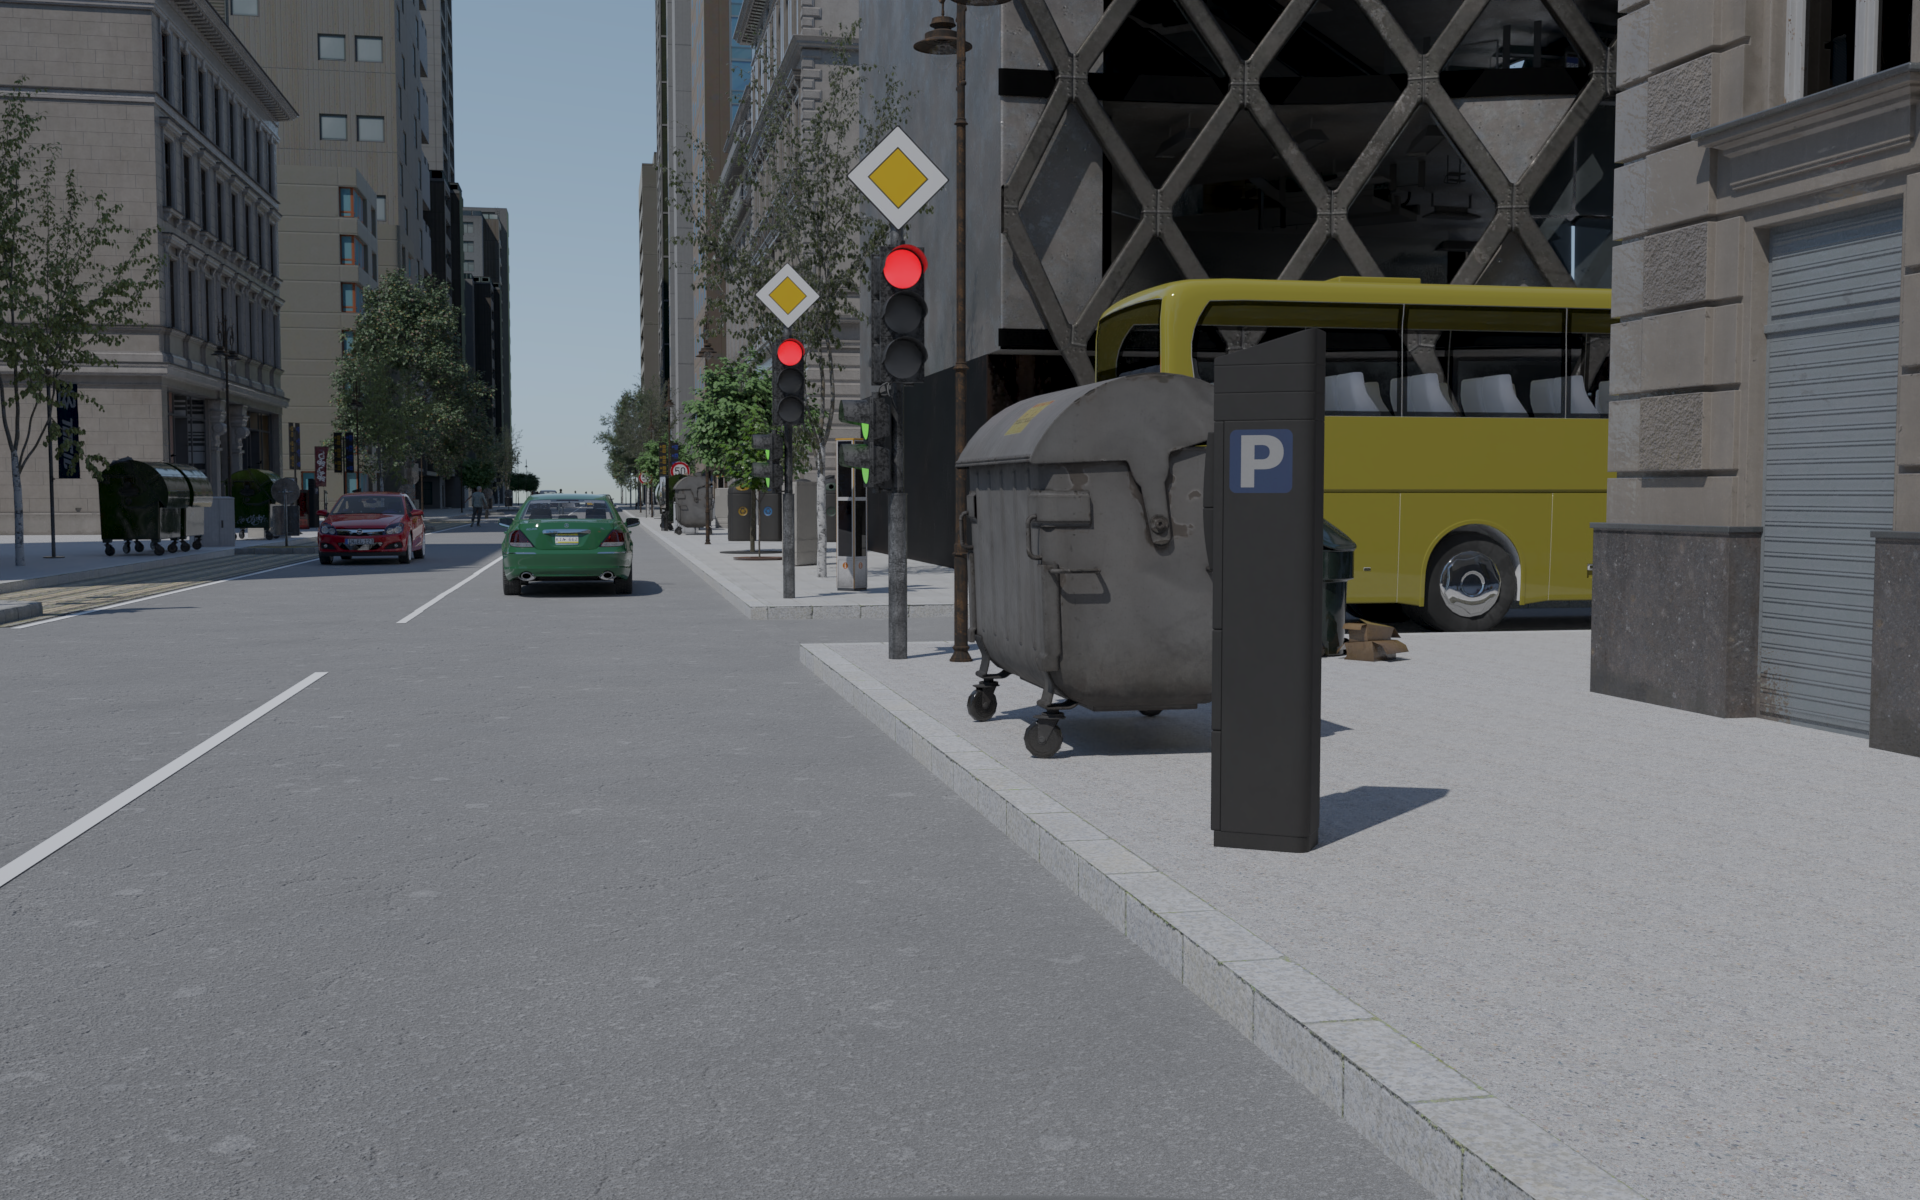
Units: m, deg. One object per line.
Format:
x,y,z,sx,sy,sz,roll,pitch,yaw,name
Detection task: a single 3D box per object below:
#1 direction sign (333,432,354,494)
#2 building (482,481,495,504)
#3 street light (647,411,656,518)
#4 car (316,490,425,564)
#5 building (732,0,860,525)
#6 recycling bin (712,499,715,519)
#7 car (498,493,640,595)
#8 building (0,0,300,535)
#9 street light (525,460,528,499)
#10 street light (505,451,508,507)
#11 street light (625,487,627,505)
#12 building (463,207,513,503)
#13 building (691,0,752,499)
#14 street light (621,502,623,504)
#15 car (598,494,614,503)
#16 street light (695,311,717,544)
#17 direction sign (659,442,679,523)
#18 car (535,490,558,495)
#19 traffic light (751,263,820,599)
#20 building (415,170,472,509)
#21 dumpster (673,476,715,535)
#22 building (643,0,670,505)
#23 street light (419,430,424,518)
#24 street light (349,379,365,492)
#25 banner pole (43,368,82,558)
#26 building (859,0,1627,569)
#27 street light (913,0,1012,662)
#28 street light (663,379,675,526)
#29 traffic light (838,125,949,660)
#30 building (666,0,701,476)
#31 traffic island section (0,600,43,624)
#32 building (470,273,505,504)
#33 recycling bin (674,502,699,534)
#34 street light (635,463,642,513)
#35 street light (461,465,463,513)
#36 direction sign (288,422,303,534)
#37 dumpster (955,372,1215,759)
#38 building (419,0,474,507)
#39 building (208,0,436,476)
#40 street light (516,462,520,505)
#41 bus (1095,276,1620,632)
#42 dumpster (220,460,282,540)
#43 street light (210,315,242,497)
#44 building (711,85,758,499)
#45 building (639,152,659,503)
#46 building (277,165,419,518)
-22.597,-4.377,63.569,0.876,3.537,0.379,1,4,20,direction sign
-72.495,-31.386,205.047,32.217,40.220,23.993,-1,4,-12,building
-16.836,-7.446,94.538,0.468,5.910,1.993,-1,4,-12,street light
-12.463,-1.698,36.799,2.155,1.783,4.494,-1,4,-11,car
-1.968,-14.344,63.403,11.050,23.489,19.941,-1,4,-12,building
-12.672,-4.599,87.753,0.722,1.027,0.722,-3,5,-40,recycling bin
-5.882,-0.874,26.082,2.131,1.459,4.920,-1,4,-12,car
-29.644,-12.453,54.517,10.553,20.767,40.483,-1,4,-12,building
-56.874,-15.563,227.242,0.468,5.910,1.993,-1,4,-12,street light
-46.230,-12.450,176.340,0.468,5.910,1.993,-1,4,-12,street light
-32.226,-12.011,169.166,0.468,5.910,1.993,-1,4,-12,street light
-69.651,-33.993,239.386,14.154,41.232,14.086,-1,4,-12,building
-9.523,-28.074,109.117,14.600,45.320,14.200,-1,4,-12,building
-38.548,-13.881,199.735,0.468,5.910,1.993,-1,4,-12,street light
-32.296,-8.985,156.694,2.009,1.686,4.222,-1,4,-14,car
-6.427,-4.353,43.960,0.468,5.910,1.993,-1,4,-12,street light
-12.752,-5.132,75.908,0.876,3.537,0.379,-2,4,-25,direction sign
-36.931,-8.970,155.334,2.281,1.827,5.304,-1,4,-13,car
-2.121,-1.974,21.196,0.839,4.253,0.868,-1,4,-12,traffic light
-51.345,-23.299,152.647,14.160,30.474,14.107,-1,4,-12,building
-8.402,-2.997,54.767,1.264,1.857,1.865,-1,4,-12,dumpster
-30.229,-47.896,221.356,20.563,71.187,20.611,-1,4,-12,building
-29.224,-7.414,94.014,0.468,5.910,1.993,-1,4,-12,street light
-24.215,-5.924,69.650,0.468,5.910,1.993,-1,4,-12,street light
-17.939,-2.725,34.579,0.863,3.779,0.401,0,4,8,banner pole
7.567,-10.141,33.255,16.811,18.784,16.820,-1,4,-12,building
0.008,-2.466,13.107,0.468,5.910,1.993,-1,4,-12,street light
-11.657,-5.916,69.522,0.468,5.910,1.993,-1,4,-12,street light
-0.502,-1.496,13.376,0.839,4.253,0.868,-1,4,-12,traffic light
-11.429,-35.997,130.556,21.231,58.520,28.212,-1,4,-12,building
-11.621,0.179,19.355,2.009,0.180,2.903,-1,4,-12,traffic island section
-67.185,-27.777,225.856,14.160,30.474,14.107,-1,4,-12,building
-8.950,-2.694,56.599,0.722,1.027,0.722,0,4,-1,recycling bin
-22.027,-8.964,119.350,0.468,5.910,1.993,-1,4,-12,street light
-34.298,-8.948,119.081,0.468,5.910,1.993,-1,4,-12,street light
-21.129,-3.857,55.057,0.379,3.537,0.876,0,3,0,direction sign
0.765,-0.206,9.131,1.264,1.857,1.865,-1,4,-12,dumpster
-62.074,-45.557,183.100,20.563,71.187,20.611,-1,4,-12,building
-54.709,-33.061,129.778,28.713,52.752,27.495,-1,4,-12,building
-51.391,-13.985,201.442,0.468,5.910,1.993,-1,4,-12,street light
7.705,-1.691,19.197,12.252,3.916,2.896,-1,4,-12,bus
-19.835,-2.827,48.709,1.502,2.255,1.985,-1,4,-12,dumpster
-18.942,-4.406,44.829,0.468,5.910,1.993,-1,4,-12,street light
-4.800,-14.892,85.289,13.314,21.916,24.055,-1,4,-12,building
-33.786,-37.867,242.824,21.300,48.544,21.600,-1,4,-12,building
-48.355,-15.796,103.303,27.650,21.520,28.899,-1,4,-12,building
